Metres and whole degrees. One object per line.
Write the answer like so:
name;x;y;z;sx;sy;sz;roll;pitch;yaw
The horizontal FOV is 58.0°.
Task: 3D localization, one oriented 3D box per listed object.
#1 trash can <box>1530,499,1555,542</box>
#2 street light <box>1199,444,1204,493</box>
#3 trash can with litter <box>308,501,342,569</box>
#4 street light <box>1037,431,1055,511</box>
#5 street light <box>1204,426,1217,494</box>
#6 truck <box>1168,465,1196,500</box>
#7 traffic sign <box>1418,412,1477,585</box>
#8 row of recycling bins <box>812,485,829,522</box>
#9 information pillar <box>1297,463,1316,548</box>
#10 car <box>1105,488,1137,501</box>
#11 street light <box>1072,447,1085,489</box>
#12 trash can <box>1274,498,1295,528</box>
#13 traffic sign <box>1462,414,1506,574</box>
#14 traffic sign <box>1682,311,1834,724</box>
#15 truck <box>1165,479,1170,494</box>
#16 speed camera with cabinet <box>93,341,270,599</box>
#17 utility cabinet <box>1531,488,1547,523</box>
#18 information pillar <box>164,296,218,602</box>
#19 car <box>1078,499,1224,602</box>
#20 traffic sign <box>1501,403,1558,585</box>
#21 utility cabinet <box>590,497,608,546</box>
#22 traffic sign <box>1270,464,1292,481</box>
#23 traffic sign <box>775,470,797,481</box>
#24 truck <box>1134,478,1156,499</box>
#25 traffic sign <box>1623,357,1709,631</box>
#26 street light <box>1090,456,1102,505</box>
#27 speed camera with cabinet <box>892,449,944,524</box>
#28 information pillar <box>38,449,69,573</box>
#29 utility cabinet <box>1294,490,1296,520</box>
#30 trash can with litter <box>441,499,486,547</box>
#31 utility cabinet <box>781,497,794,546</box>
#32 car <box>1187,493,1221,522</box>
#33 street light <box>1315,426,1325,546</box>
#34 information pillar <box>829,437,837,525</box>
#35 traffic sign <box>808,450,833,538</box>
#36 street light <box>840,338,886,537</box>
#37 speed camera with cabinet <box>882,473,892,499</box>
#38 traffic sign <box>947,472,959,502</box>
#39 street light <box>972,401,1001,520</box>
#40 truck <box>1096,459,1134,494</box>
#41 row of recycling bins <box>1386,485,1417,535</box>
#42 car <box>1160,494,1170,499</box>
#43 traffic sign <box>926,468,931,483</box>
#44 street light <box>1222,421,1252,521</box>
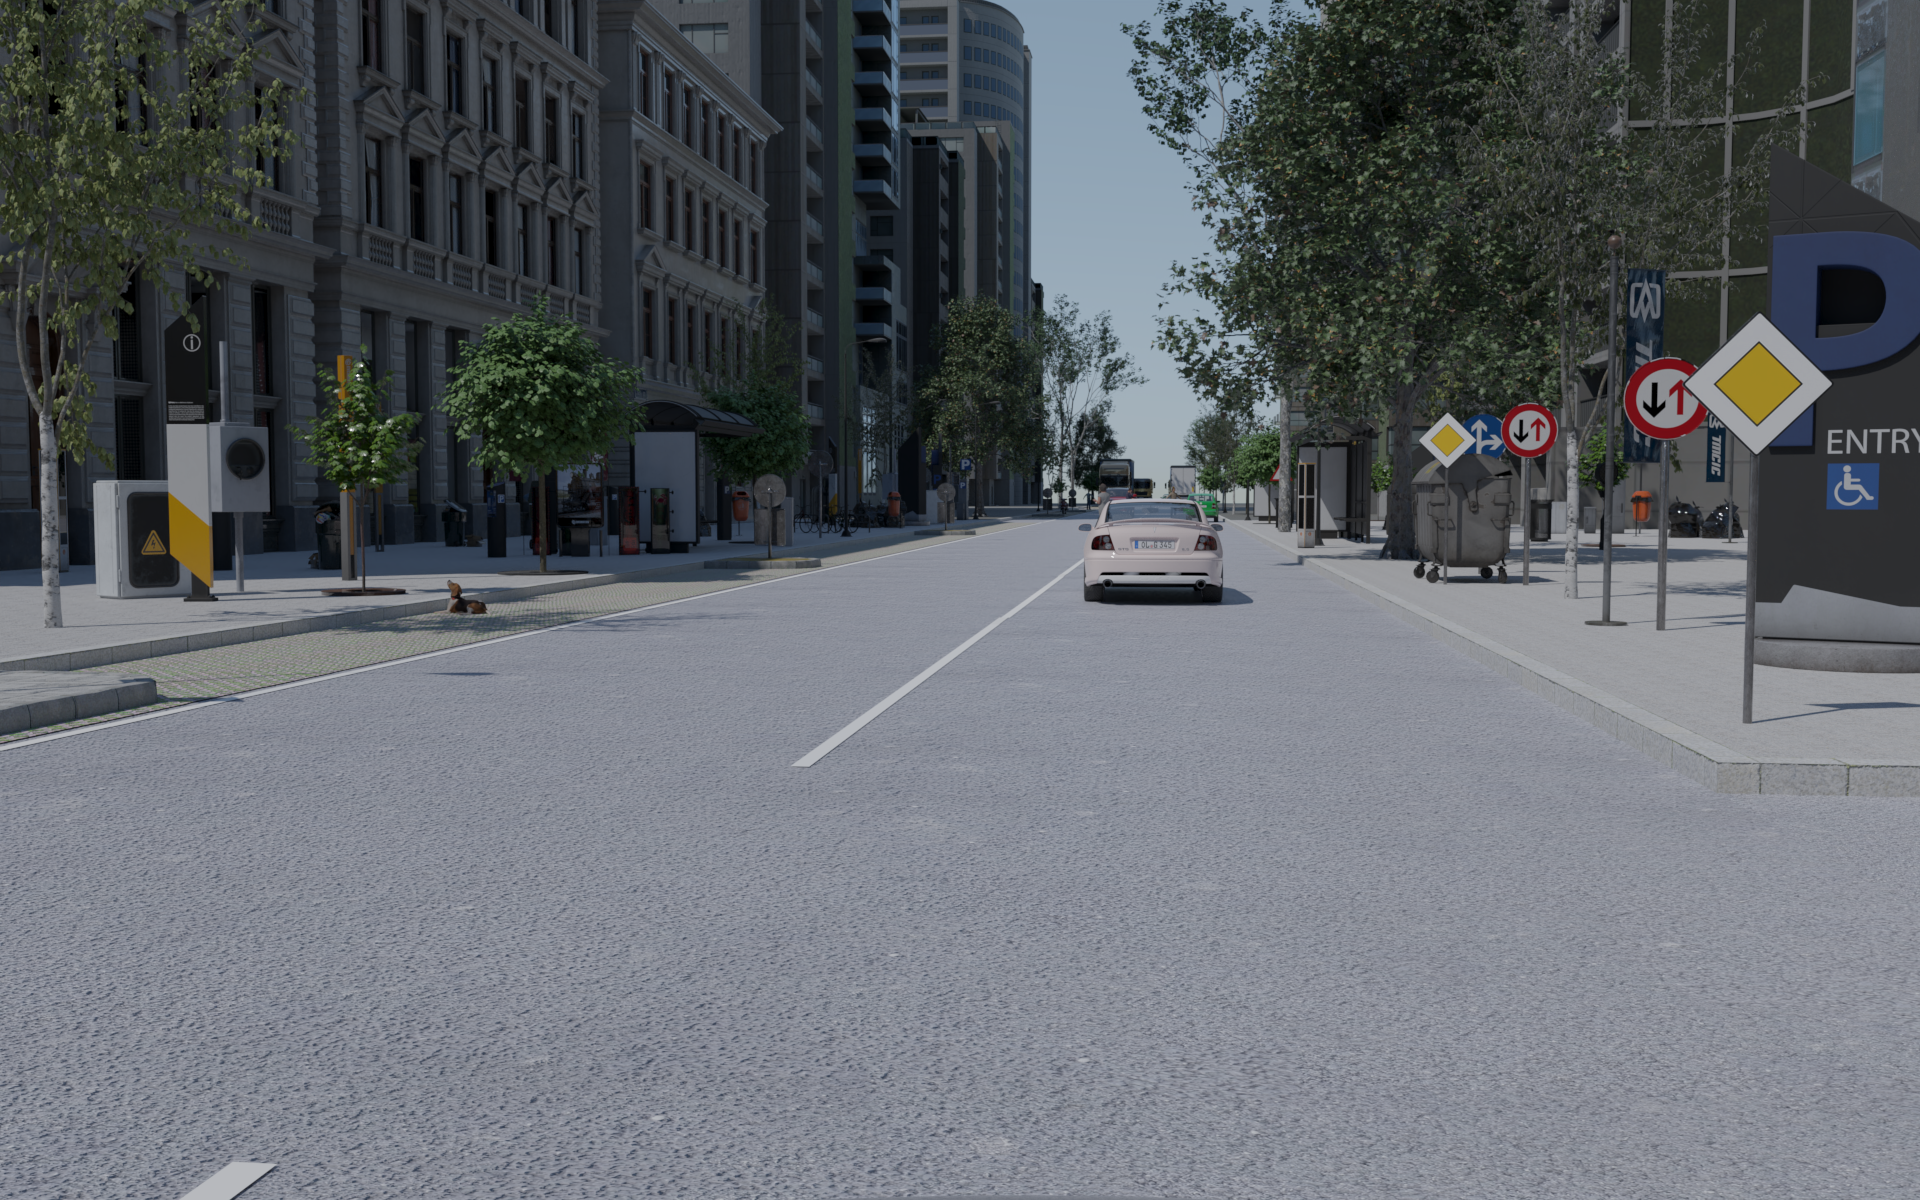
trash can;15.579;-2.134;46.544;0.748;1.137;0.748;0;3;0
street light;22.864;-11.468;160.043;1.470;5.913;1.316;0;4;7
trash can with litter;-10.872;-1.114;29.600;0.624;1.170;1.055;-3;5;-42
street light;6.348;-9.515;128.112;1.470;5.913;1.316;0;4;7
street light;17.689;-8.955;118.953;1.470;5.913;1.316;0;4;7
truck;22.348;-11.326;174.097;2.839;4.237;11.283;0;4;7
traffic sign;6.871;-1.424;24.466;0.795;2.450;0.064;1;4;14
row of recycling bins;-6.453;-4.525;81.104;1.069;1.692;3.534;0;4;-5
information pillar;8.207;-2.234;41.010;0.304;2.012;0.304;-2;4;-23
car;9.590;-5.903;105.186;2.281;1.827;5.304;0;4;6
street light;11.581;-12.068;169.849;1.470;5.913;1.316;0;4;7
trash can;11.689;-3.107;62.458;0.748;1.137;0.748;0;3;0
traffic sign;8.355;-1.688;27.709;0.768;2.556;0.104;1;4;17
traffic sign;4.400;-0.366;9.623;0.795;2.450;0.064;0;4;7
truck;28.698;-14.165;227.521;3.469;3.379;9.791;0;4;6
speed camera with cabinet;-9.815;-1.685;21.892;0.660;3.252;2.038;3;4;37
utility cabinet;20.833;-3.289;62.451;0.318;1.500;1.173;0;4;3
information pillar;-9.150;-1.788;20.582;0.504;3.616;0.183;0;4;-1
car;2.692;-0.735;24.384;2.083;1.381;4.827;0;4;5
traffic sign;7.952;-1.477;24.261;0.768;2.556;0.104;1;4;9
utility cabinet;-9.166;-1.983;43.588;0.306;1.237;1.020;-2;4;-29
traffic sign;12.840;-4.236;69.264;0.884;2.594;0.081;1;4;12
traffic sign;-5.005;-2.980;48.732;0.884;2.594;0.081;1;4;15
truck;22.422;-13.308;213.501;3.469;3.379;9.791;0;4;7
traffic sign;6.593;-0.985;16.217;0.768;2.556;0.104;1;4;13
street light;16.560;-14.564;210.656;1.470;5.913;1.316;0;4;7
speed camera with cabinet;-1.734;-4.835;73.380;2.038;3.252;0.660;-1;4;-9
information pillar;-14.754;-1.450;28.199;0.304;2.012;0.304;0;4;-1
utility cabinet;15.870;-4.570;83.396;1.173;1.500;0.318;-2;4;-27
trash can with litter;-12.079;-1.885;42.204;1.055;1.170;0.624;1;4;10
utility cabinet;-4.269;-1.938;42.852;0.306;1.237;1.020;0;4;-4
car;12.450;-4.925;89.313;1.959;1.807;4.718;1;4;9
street light;8.342;-4.300;42.849;1.470;5.913;1.316;0;4;7
information pillar;-5.200;-4.856;70.756;0.183;3.616;0.504;-3;4;-39
traffic sign;-4.070;-3.075;50.390;0.768;2.556;0.104;1;4;10
street light;-2.884;-4.849;51.827;1.470;5.913;1.316;0;4;7
speed camera with cabinet;-2.670;-5.021;76.421;0.660;3.252;2.038;2;4;29
traffic sign;-0.325;-4.795;80.532;0.606;2.300;0.079;1;4;12
street light;1.335;-6.999;86.972;1.470;5.913;1.316;0;4;7
truck;12.611;-9.205;139.407;2.839;4.237;11.283;0;4;8
row of recycling bins;14.632;-2.824;53.288;1.069;1.692;3.534;-3;5;-40
car;25.669;-12.307;213.021;2.131;1.459;4.920;1;4;8
traffic sign;-1.747;-5.018;82.150;0.768;2.556;0.104;1;4;9
street light;13.389;-6.795;83.646;1.470;5.913;1.316;0;4;7
